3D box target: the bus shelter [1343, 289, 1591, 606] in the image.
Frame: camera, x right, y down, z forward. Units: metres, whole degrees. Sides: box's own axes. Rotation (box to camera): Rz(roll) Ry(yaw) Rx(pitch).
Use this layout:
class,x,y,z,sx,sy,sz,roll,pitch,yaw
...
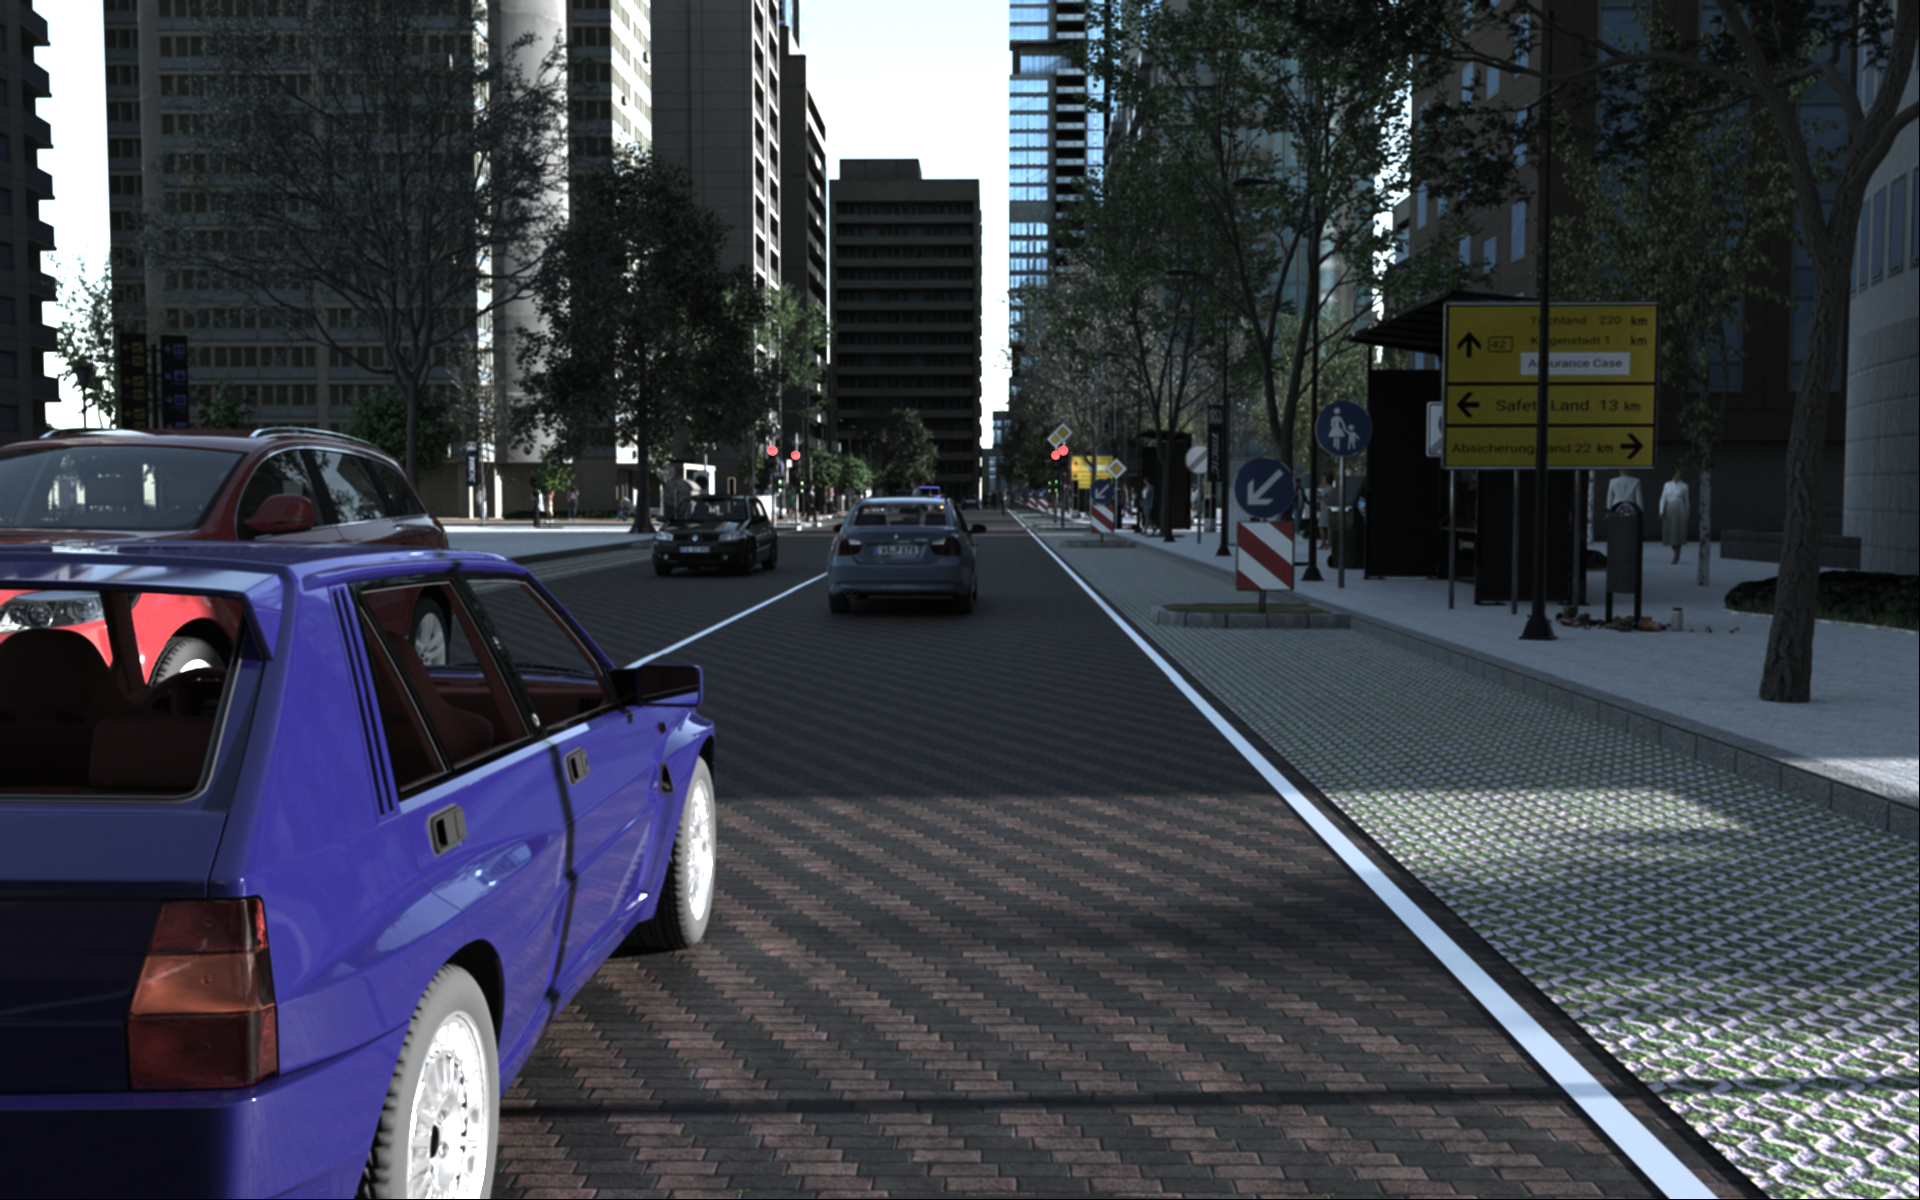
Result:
class,x,y,z,sx,sy,sz,roll,pitch,yaw
bus shelter,6.540,-1.940,22.994,1.731,3.624,6.357,0,4,1

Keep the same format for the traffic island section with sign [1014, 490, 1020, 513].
class,x,y,z,sx,sy,sz,roll,pitch,yaw
traffic island section with sign,5.189,-7.331,128.490,1.989,1.847,2.006,0,4,1

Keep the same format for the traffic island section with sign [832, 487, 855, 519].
class,x,y,z,sx,sy,sz,roll,pitch,yaw
traffic island section with sign,-6.438,-5.672,101.360,1.989,1.847,2.006,0,4,1

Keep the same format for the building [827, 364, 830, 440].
class,x,y,z,sx,sy,sz,roll,pitch,yaw
building,-33.331,-25.238,257.679,28.899,21.520,27.650,0,4,1

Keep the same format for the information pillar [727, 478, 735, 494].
class,x,y,z,sx,sy,sz,roll,pitch,yaw
information pillar,-10.231,-4.463,77.462,0.304,2.012,0.304,-1,4,-17

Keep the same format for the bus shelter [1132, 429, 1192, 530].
class,x,y,z,sx,sy,sz,roll,pitch,yaw
bus shelter,7.590,-4.523,65.233,1.731,3.624,6.357,0,4,1

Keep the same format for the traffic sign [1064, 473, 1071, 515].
class,x,y,z,sx,sy,sz,roll,pitch,yaw
traffic sign,6.677,-6.512,106.584,0.768,2.556,0.104,0,4,6

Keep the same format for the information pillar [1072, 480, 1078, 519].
class,x,y,z,sx,sy,sz,roll,pitch,yaw
information pillar,5.996,-5.250,90.331,0.304,2.012,0.304,-1,4,-9

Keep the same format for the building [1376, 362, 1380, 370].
class,x,y,z,sx,sy,sz,roll,pitch,yaw
building,48.960,-25.105,255.510,28.899,21.520,27.650,0,4,1

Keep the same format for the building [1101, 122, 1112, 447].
class,x,y,z,sx,sy,sz,roll,pitch,yaw
building,28.219,-35.687,203.087,23.786,49.044,30.456,0,4,1

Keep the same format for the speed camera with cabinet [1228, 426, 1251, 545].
class,x,y,z,sx,sy,sz,roll,pitch,yaw
speed camera with cabinet,7.110,-3.067,44.482,0.660,3.252,2.038,0,4,4

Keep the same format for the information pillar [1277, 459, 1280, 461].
class,x,y,z,sx,sy,sz,roll,pitch,yaw
information pillar,6.560,-1.938,36.180,0.304,2.012,0.304,-2,4,-29

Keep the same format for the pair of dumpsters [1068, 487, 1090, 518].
class,x,y,z,sx,sy,sz,roll,pitch,yaw
pair of dumpsters,6.816,-5.642,94.743,1.574,2.255,4.437,0,4,1

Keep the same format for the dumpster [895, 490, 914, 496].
class,x,y,z,sx,sy,sz,roll,pitch,yaw
dumpster,-5.452,-9.906,170.179,1.865,1.857,1.264,0,4,1

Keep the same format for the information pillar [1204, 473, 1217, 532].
class,x,y,z,sx,sy,sz,roll,pitch,yaw
information pillar,8.427,-3.293,58.325,0.304,2.012,0.304,-3,5,-41

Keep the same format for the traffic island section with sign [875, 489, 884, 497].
class,x,y,z,sx,sy,sz,roll,pitch,yaw
traffic island section with sign,-5.930,-7.320,128.311,1.989,1.847,2.006,0,4,1

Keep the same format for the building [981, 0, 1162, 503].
class,x,y,z,sx,sy,sz,roll,pitch,yaw
building,18.726,-57.442,251.854,31.000,86.520,22.319,0,4,1

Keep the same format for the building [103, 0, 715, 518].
class,x,y,z,sx,sy,sz,roll,pitch,yaw
building,-31.435,-25.055,101.527,32.217,40.220,23.993,0,4,1

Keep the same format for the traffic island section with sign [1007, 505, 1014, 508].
class,x,y,z,sx,sy,sz,roll,pitch,yaw
traffic island section with sign,6.114,-10.354,177.913,1.989,1.847,2.006,0,4,1

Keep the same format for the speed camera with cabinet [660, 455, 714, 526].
class,x,y,z,sx,sy,sz,roll,pitch,yaw
speed camera with cabinet,-10.646,-4.480,67.579,2.038,3.252,0.660,1,4,12

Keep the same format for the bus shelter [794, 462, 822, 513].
class,x,y,z,sx,sy,sz,roll,pitch,yaw
bus shelter,-10.262,-7.827,119.262,1.731,3.624,6.357,0,4,1

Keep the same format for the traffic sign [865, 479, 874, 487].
class,x,y,z,sx,sy,sz,roll,pitch,yaw
traffic sign,-7.702,-8.985,147.018,0.768,2.556,0.104,0,4,6

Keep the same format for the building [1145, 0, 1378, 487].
class,x,y,z,sx,sy,sz,roll,pitch,yaw
building,28.288,-33.784,171.980,23.786,49.044,30.456,0,4,1

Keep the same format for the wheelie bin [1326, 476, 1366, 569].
class,x,y,z,sx,sy,sz,roll,pitch,yaw
wheelie bin,6.762,-1.345,29.895,0.693,1.594,0.980,-2,4,-33

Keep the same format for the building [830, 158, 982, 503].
class,x,y,z,sx,sy,sz,roll,pitch,yaw
building,-7.586,-38.465,252.596,21.600,48.544,21.300,0,4,1

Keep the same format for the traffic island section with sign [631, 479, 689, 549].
class,x,y,z,sx,sy,sz,roll,pitch,yaw
traffic island section with sign,-7.469,-2.253,45.473,1.989,1.847,2.006,0,4,1

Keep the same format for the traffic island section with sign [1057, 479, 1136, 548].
class,x,y,z,sx,sy,sz,roll,pitch,yaw
traffic island section with sign,3.668,-2.322,46.590,1.989,1.847,2.006,0,4,1

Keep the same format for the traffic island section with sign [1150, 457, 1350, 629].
class,x,y,z,sx,sy,sz,roll,pitch,yaw
traffic island section with sign,3.158,-0.651,19.267,1.989,1.847,2.006,0,4,1

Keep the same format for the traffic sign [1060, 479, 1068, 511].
class,x,y,z,sx,sy,sz,roll,pitch,yaw
traffic sign,7.864,-7.916,129.538,0.768,2.556,0.104,0,4,6

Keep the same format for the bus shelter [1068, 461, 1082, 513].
class,x,y,z,sx,sy,sz,roll,pitch,yaw
bus shelter,8.686,-8.062,123.099,1.731,3.624,6.357,0,4,1

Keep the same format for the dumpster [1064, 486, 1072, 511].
class,x,y,z,sx,sy,sz,roll,pitch,yaw
dumpster,8.612,-7.907,131.768,1.502,2.255,1.985,0,4,1

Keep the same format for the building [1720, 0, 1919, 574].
class,x,y,z,sx,sy,sz,roll,pitch,yaw
building,24.688,-29.347,21.830,21.231,58.520,28.212,0,4,1

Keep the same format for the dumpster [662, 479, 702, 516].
class,x,y,z,sx,sy,sz,roll,pitch,yaw
dumpster,-10.593,-3.673,65.814,1.264,1.857,1.865,0,4,1

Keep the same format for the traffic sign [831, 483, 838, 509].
class,x,y,z,sx,sy,sz,roll,pitch,yaw
traffic sign,-9.228,-7.680,125.677,0.768,2.556,0.104,1,4,8

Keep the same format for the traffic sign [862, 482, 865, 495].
class,x,y,z,sx,sy,sz,roll,pitch,yaw
traffic sign,-8.555,-9.259,151.498,0.768,2.556,0.104,0,4,8

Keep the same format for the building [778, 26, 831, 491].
class,x,y,z,sx,sy,sz,roll,pitch,yaw
building,-25.788,-34.301,184.519,21.300,48.544,21.600,0,4,1

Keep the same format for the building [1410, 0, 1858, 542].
class,x,y,z,sx,sy,sz,roll,pitch,yaw
building,22.240,-24.562,51.696,14.600,45.320,14.200,0,4,1

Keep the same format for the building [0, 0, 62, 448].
class,x,y,z,sx,sy,sz,roll,pitch,yaw
building,-67.044,-33.781,94.314,28.212,58.520,21.231,0,4,1

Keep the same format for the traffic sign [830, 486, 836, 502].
class,x,y,z,sx,sy,sz,roll,pitch,yaw
traffic sign,-9.810,-8.006,130.906,0.884,2.594,0.081,1,4,9

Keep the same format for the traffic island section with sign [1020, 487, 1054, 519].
class,x,y,z,sx,sy,sz,roll,pitch,yaw
traffic island section with sign,4.681,-5.644,100.908,1.989,1.847,2.006,0,4,1

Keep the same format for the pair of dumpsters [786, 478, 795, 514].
class,x,y,z,sx,sy,sz,roll,pitch,yaw
pair of dumpsters,-10.517,-6.030,101.081,1.574,2.255,4.437,0,4,1

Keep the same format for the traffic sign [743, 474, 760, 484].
class,x,y,z,sx,sy,sz,roll,pitch,yaw
traffic sign,-10.840,-5.503,89.973,0.884,2.594,0.081,0,4,2

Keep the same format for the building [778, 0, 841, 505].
class,x,y,z,sx,sy,sz,roll,pitch,yaw
building,-30.788,-54.666,206.462,31.000,86.520,22.319,0,4,1

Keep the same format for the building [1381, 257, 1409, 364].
class,x,y,z,sx,sy,sz,roll,pitch,yaw
building,59.767,-26.881,211.207,14.107,30.474,14.160,0,4,1

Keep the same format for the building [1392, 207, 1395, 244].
class,x,y,z,sx,sy,sz,roll,pitch,yaw
building,70.386,-36.565,247.948,14.200,45.320,14.600,0,4,1

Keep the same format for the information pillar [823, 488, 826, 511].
class,x,y,z,sx,sy,sz,roll,pitch,yaw
information pillar,-10.292,-7.755,131.292,0.304,2.012,0.304,0,4,3
